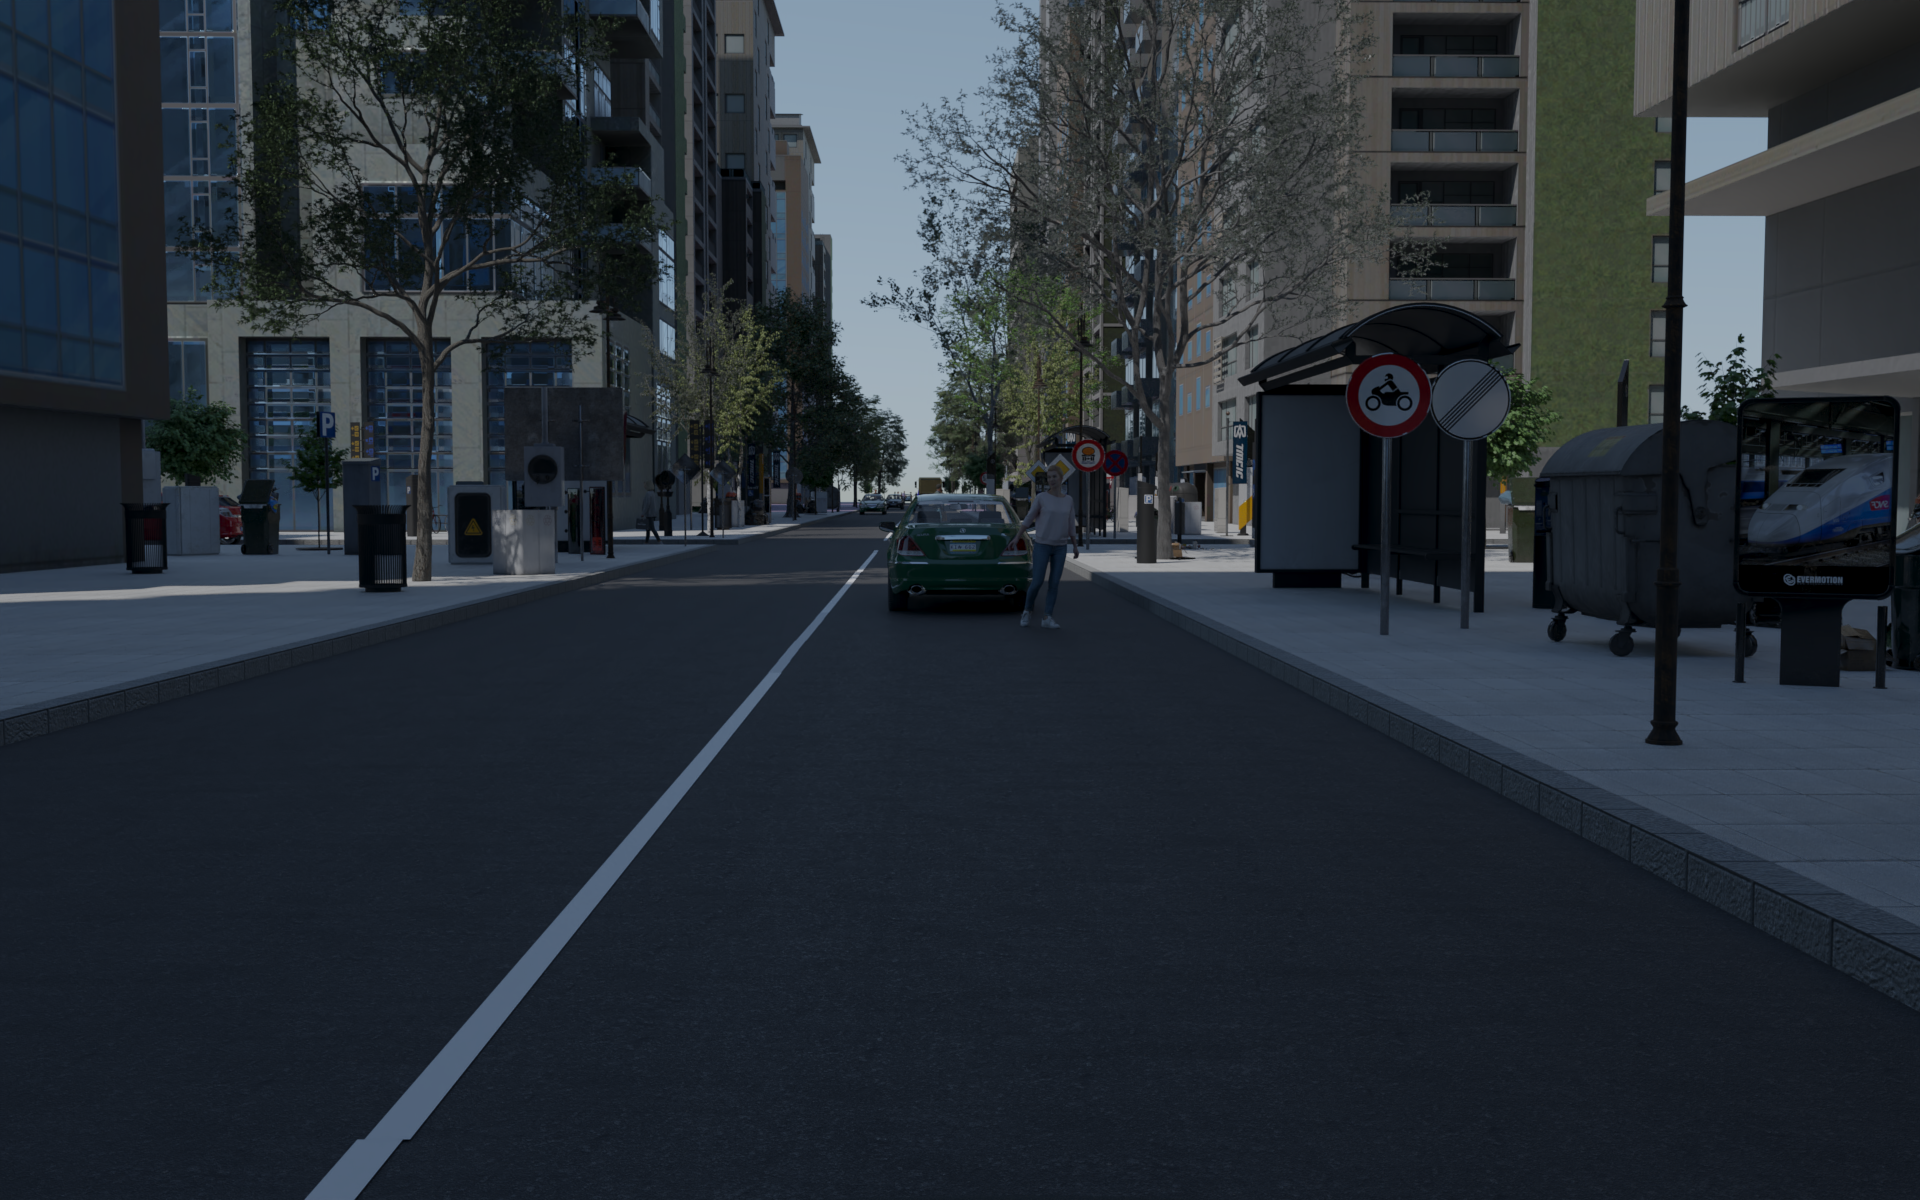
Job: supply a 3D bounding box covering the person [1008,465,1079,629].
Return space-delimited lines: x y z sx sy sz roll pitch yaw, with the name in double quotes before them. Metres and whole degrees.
"person" 0.844 -0.575 18.570 0.731 1.740 0.598 -2 4 -28

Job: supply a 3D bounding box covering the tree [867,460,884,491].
"tree" -11.553 -16.172 214.774 4.360 8.622 3.978 0 3 0

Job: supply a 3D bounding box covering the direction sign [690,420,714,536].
"direction sign" -7.884 -3.729 52.967 0.876 3.537 0.379 2 4 26

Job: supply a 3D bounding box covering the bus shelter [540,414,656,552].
"bus shelter" -8.534 -2.852 40.556 2.014 3.302 5.546 0 4 -1

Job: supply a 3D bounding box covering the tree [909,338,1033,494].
"tree" 1.618 -14.457 143.035 9.857 13.997 8.962 0 3 0

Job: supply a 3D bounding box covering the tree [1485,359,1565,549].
"tree" 12.465 -3.492 40.813 4.285 4.588 4.351 0 3 0

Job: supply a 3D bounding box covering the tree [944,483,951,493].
"tree" -1.612 -15.864 253.973 1.663 3.219 1.824 0 3 0

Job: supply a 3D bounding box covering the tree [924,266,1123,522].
"tree" 3.143 -9.218 76.469 9.928 11.665 9.643 0 3 0

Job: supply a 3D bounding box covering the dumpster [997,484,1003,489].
"dumpster" 2.872 -7.411 123.671 1.502 2.255 1.985 0 4 -1

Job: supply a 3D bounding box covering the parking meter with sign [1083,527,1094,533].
"parking meter with sign" 4.339 -3.795 58.305 0.543 3.016 1.738 0 4 -4

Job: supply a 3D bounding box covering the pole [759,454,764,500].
"pole" -10.015 -5.724 87.435 0.158 3.312 0.155 0 3 0

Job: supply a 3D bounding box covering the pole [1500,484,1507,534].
"pole" 17.545 -3.794 55.883 0.158 3.312 0.155 0 3 0

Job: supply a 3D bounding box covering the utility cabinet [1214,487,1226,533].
"utility cabinet" 8.597 -2.973 57.281 0.318 1.500 1.173 0 4 3

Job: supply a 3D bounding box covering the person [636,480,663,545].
"person" -8.141 -2.246 45.403 0.728 1.800 0.709 1 4 10

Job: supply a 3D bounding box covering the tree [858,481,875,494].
"tree" -11.458 -13.699 218.571 1.663 3.219 1.824 0 3 0

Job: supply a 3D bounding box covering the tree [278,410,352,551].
"tree" -14.777 -2.749 39.540 1.663 3.219 1.824 0 3 0

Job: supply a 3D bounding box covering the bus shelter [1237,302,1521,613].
"bus shelter" 4.857 -1.660 21.073 2.014 3.302 5.546 0 4 -1

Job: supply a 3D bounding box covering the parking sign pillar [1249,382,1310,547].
"parking sign pillar" 7.778 -3.277 42.045 1.447 3.967 1.447 0 3 0

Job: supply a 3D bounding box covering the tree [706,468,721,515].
"tree" -14.340 -6.708 104.283 1.663 3.219 1.824 0 3 0

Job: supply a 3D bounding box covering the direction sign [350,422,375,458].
"direction sign" -18.794 -3.825 54.537 0.876 3.537 0.379 1 4 19

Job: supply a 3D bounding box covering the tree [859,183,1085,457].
"tree" 0.586 -15.342 106.738 12.611 20.169 13.585 0 3 0

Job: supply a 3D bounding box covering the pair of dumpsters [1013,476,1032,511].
"pair of dumpsters" 3.848 -5.717 95.959 1.574 2.255 4.437 0 4 -1

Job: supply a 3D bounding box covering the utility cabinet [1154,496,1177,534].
"utility cabinet" 6.500 -2.757 56.241 1.020 1.237 0.306 2 4 27

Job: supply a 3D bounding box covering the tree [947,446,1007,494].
"tree" 1.660 -8.169 117.275 4.285 4.588 4.351 0 3 0

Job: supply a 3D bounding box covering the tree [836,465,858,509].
"tree" -11.204 -14.259 183.488 4.737 8.622 4.395 0 3 0

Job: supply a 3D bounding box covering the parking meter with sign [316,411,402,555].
"parking meter with sign" -12.623 -2.463 36.532 1.738 3.016 0.543 1 4 15

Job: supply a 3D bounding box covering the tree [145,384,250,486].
"tree" -22.937 -4.160 51.734 4.285 4.588 4.351 0 3 0

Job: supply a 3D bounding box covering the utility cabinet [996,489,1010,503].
"utility cabinet" 1.882 -4.077 75.345 0.318 1.500 1.173 -1 4 -14

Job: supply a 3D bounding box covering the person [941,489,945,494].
"person" -1.424 -7.828 136.505 1.348 1.821 0.705 0 4 -2

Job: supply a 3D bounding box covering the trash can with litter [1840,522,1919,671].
"trash can with litter" 6.838 -0.073 12.588 1.055 1.170 0.624 0 4 -3

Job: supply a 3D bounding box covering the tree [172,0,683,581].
"tree" -7.608 -5.560 25.316 7.601 10.594 8.767 -2 4 -28

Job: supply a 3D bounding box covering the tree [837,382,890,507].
"tree" -10.843 -15.759 175.782 7.486 12.596 7.792 0 3 0

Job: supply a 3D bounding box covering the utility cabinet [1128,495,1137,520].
"utility cabinet" 8.443 -4.582 86.075 1.020 1.237 0.306 1 4 23

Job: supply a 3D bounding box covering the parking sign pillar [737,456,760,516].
"parking sign pillar" -12.337 -6.898 101.261 1.447 3.967 1.447 -2 4 -32

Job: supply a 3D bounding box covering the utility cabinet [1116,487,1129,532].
"utility cabinet" 5.477 -3.051 58.565 0.318 1.500 1.173 0 4 -3

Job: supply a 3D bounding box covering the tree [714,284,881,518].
"tree" -9.135 -10.870 94.729 9.611 12.733 9.660 0 3 0

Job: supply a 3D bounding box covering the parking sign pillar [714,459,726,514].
"parking sign pillar" -14.924 -7.335 108.395 1.447 3.967 1.447 1 4 9

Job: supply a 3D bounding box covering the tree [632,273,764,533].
"tree" -8.489 -6.515 56.877 4.360 8.622 3.978 0 3 0

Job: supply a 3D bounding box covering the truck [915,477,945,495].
"truck" -3.399 -12.250 196.210 3.469 3.379 9.791 0 4 -2

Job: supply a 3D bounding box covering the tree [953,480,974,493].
"tree" 0.585 -12.450 198.159 1.663 3.219 1.824 0 3 0

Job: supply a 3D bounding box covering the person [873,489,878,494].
"person" -6.668 -7.876 137.415 1.348 1.807 0.705 -1 4 -20

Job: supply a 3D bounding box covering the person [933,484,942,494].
"person" -0.845 -3.619 67.650 0.713 1.824 0.794 1 4 14

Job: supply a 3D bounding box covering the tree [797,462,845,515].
"tree" -8.836 -7.538 106.957 4.285 4.588 4.351 0 3 0

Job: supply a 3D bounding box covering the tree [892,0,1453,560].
"tree" 3.898 -7.535 33.564 12.009 13.543 11.850 0 3 0

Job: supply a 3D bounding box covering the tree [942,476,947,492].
"tree" -1.389 -17.220 265.266 4.285 4.588 4.351 0 3 0

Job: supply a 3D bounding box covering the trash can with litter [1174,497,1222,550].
"trash can with litter" 5.265 -1.826 40.917 1.678 1.210 2.233 0 4 3

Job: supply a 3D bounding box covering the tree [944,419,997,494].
"tree" 1.229 -13.921 177.977 4.360 8.622 3.978 0 3 0

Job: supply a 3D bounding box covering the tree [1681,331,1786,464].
"tree" 9.353 -1.591 20.617 1.663 3.219 1.824 0 3 0

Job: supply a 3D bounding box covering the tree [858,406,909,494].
"tree" -11.633 -21.059 250.968 9.857 13.997 8.962 0 3 0

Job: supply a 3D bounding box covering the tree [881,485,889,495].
"tree" -12.434 -17.637 282.969 1.663 3.219 1.824 0 3 0

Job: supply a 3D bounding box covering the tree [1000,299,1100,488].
"tree" 3.279 -7.078 66.091 4.737 8.622 4.395 0 3 0

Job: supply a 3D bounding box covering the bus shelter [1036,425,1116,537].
"bus shelter" 3.515 -3.648 53.561 2.014 3.302 5.546 0 4 -1

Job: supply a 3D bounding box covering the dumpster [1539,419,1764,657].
"dumpster" 5.711 -0.523 14.308 1.264 1.857 1.865 0 4 -1

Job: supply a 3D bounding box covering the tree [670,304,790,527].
"tree" -8.743 -7.103 66.493 4.737 8.622 4.395 0 3 0

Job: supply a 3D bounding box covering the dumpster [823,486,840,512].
"dumpster" -9.177 -7.175 123.077 1.264 1.857 1.865 0 4 -1

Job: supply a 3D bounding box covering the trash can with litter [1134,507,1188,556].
"trash can with litter" 4.108 -1.472 35.449 1.055 1.170 0.624 0 4 -1
